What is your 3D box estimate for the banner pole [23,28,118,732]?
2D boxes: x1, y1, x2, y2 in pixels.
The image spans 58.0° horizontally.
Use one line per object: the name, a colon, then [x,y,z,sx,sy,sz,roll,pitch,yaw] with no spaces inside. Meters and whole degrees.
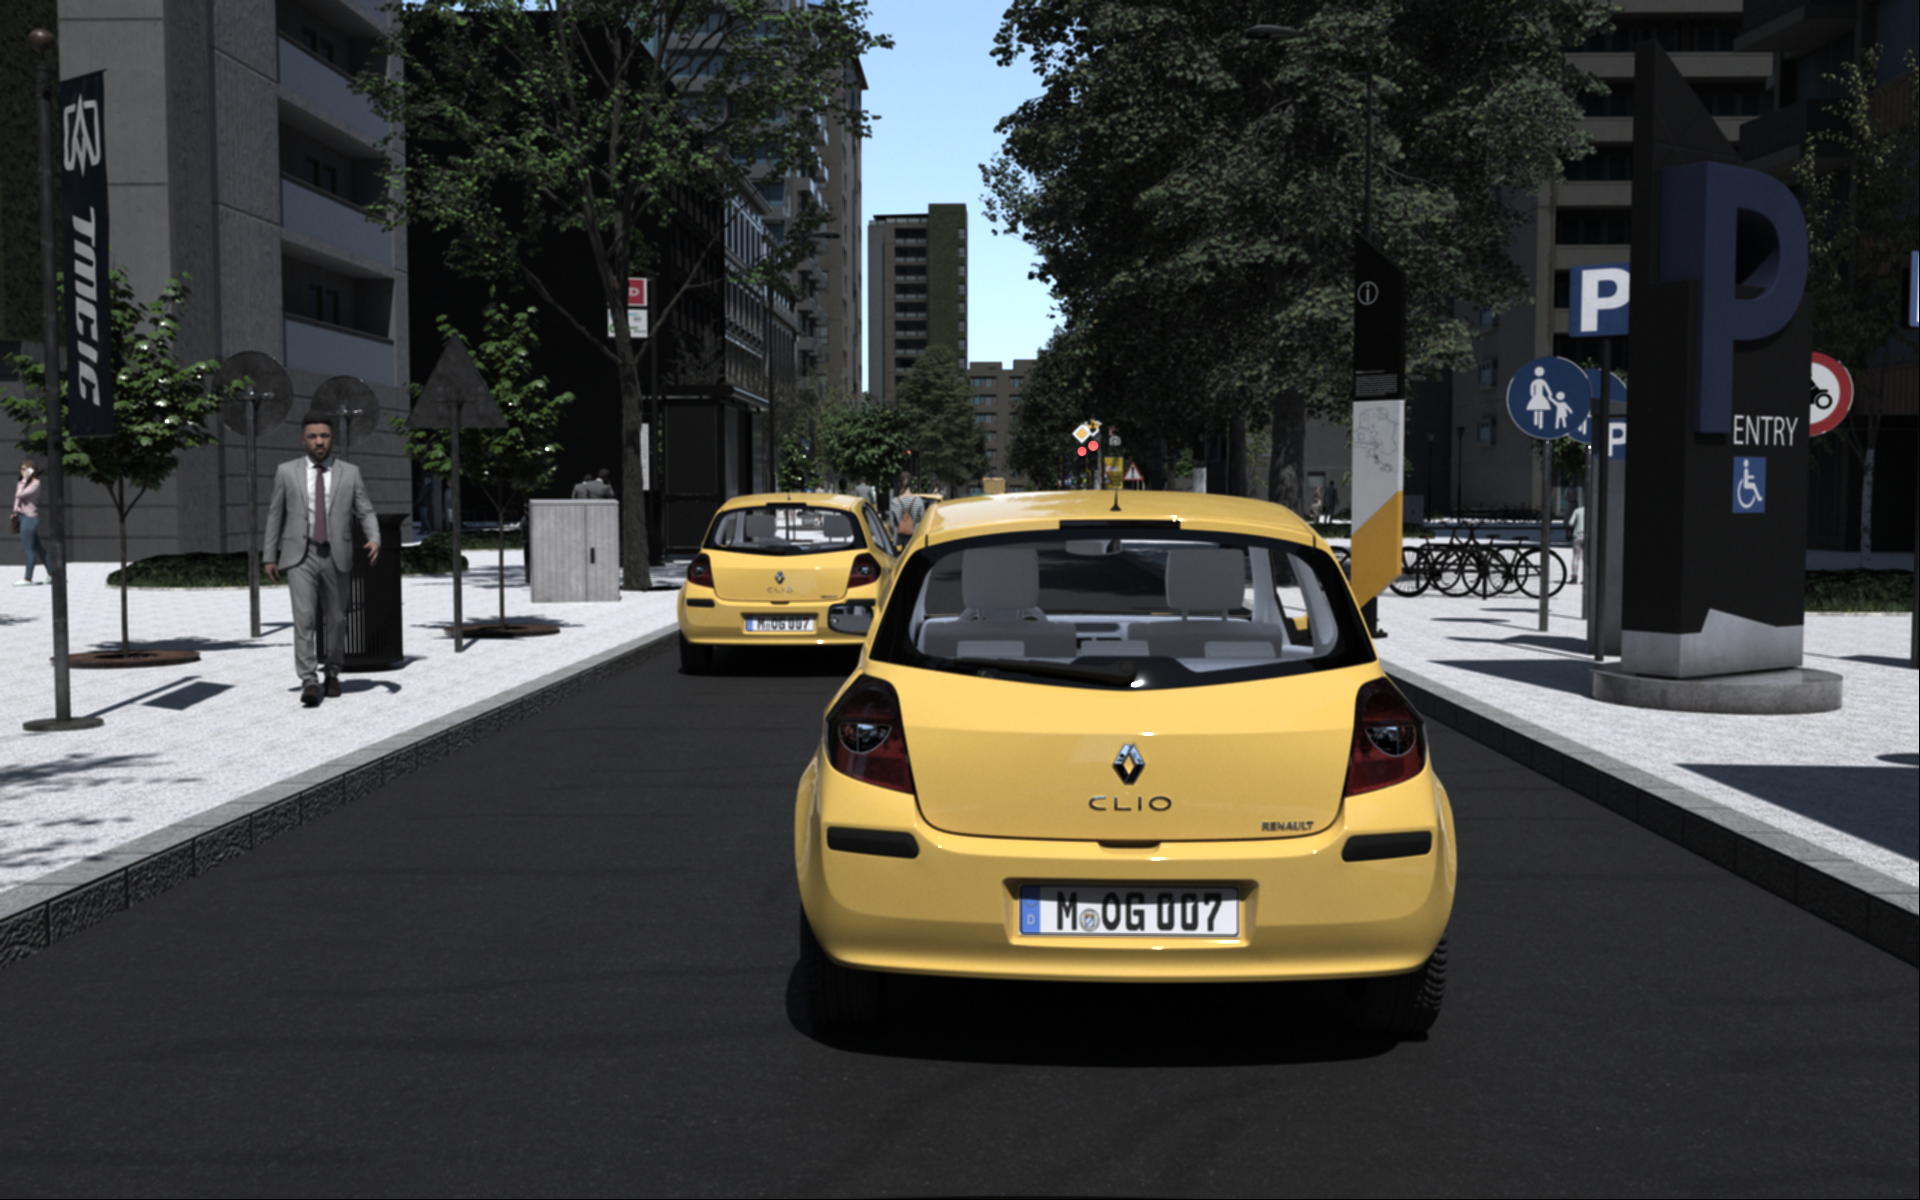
banner pole: [-4.754,-1.179,9.294,0.863,3.779,0.401,3,4,36]

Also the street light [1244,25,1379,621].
street light: [3.519,-2.739,17.329,1.470,5.913,1.316,0,4,1]

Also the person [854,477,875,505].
person: [-2.884,-2.826,52.346,0.635,1.810,0.391,0,4,-6]

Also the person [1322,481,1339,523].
person: [14.803,-3.858,69.240,0.709,1.813,0.853,2,4,25]

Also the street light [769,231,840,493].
street light: [-2.817,-3.560,30.750,1.470,5.913,1.316,0,4,1]

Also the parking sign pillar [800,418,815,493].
parking sign pillar: [-5.351,-4.442,61.092,1.447,3.967,1.447,0,4,-8]

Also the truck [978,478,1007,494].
truck: [3.991,-12.917,207.120,3.469,3.379,9.791,0,4,0]

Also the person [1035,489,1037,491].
person: [7.939,-10.767,182.112,0.705,1.821,1.348,0,4,8]

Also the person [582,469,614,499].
person: [-7.544,-1.830,36.140,0.592,1.802,0.473,2,4,24]

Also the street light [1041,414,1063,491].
street light: [5.373,-7.815,100.317,1.470,5.913,1.316,0,4,1]

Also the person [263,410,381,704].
person: [-3.947,-0.269,10.709,0.678,1.792,0.850,-1,4,-22]

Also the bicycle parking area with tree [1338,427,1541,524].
bicycle parking area with tree: [21.286,-5.487,76.714,9.016,4.147,8.231,1,4,15]

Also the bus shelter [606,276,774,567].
bus shelter: [-5.357,-3.484,34.602,2.179,5.291,8.768,0,4,1]

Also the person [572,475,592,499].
person: [-10.094,-2.459,46.423,0.592,1.802,0.473,1,4,9]

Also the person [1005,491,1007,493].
person: [4.430,-9.873,170.716,0.721,1.735,1.217,2,4,35]

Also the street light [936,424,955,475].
street light: [-1.015,-8.665,114.206,1.470,5.913,1.316,0,4,1]

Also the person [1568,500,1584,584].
person: [8.822,-0.872,24.581,0.425,1.301,0.394,-1,4,-13]

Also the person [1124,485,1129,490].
person: [8.718,-5.123,90.550,0.466,1.731,0.760,2,4,29]

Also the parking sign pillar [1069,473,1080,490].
parking sign pillar: [8.831,-9.367,141.617,1.447,3.967,1.447,-2,4,-25]

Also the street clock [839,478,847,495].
street clock: [-5.383,-4.595,79.698,0.358,2.002,0.471,-2,4,-24]

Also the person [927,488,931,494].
person: [-1.897,-6.099,105.945,0.721,1.800,0.419,1,4,12]

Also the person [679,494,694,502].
person: [-9.196,-3.125,57.892,0.760,1.731,0.466,2,4,31]

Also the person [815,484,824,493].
person: [-5.637,-3.844,69.245,0.624,1.780,0.694,-3,5,-42]

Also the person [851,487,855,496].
person: [-7.535,-7.153,123.090,0.616,1.811,0.778,0,4,-5]

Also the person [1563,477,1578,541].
person: [16.650,-2.471,47.019,0.480,1.755,0.524,-2,4,-27]

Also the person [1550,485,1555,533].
person: [19.228,-2.981,56.587,0.330,1.601,0.589,3,5,44]

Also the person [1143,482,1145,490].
person: [8.098,-4.397,77.903,0.580,1.828,0.573,-1,4,-20]

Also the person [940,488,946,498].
person: [-1.437,-8.286,141.620,0.635,1.810,0.391,0,4,5]

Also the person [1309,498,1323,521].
person: [13.143,-3.131,63.970,0.475,1.303,0.640,0,4,4]

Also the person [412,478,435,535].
person: [-16.884,-2.938,54.421,0.721,1.781,0.623,-1,4,-17]

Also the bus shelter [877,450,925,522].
bus shelter: [-2.955,-6.534,84.458,2.179,5.291,8.768,0,4,1]

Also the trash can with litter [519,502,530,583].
trash can with litter: [-5.831,-0.838,25.093,1.055,1.170,0.624,-1,4,-20]

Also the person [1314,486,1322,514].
person: [20.022,-5.516,96.786,0.362,1.759,0.519,-1,4,-23]

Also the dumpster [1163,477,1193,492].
dumpster: [7.817,-3.360,60.691,1.264,1.857,1.865,0,4,1]

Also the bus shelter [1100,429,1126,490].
bus shelter: [8.377,-7.457,99.559,2.179,5.291,8.768,0,4,1]

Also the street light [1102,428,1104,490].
street light: [4.518,-5.421,61.172,1.470,5.913,1.316,0,4,1]

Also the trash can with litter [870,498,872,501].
trash can with litter: [-3.629,-2.909,58.626,2.233,1.210,1.678,-2,4,-32]

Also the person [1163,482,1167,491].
person: [8.841,-4.110,73.577,0.599,1.781,0.374,-1,4,-17]

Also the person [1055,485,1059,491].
person: [5.488,-5.601,97.859,0.529,1.795,0.600,0,4,7]

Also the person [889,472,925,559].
person: [-0.661,-0.719,21.256,0.512,1.701,0.522,0,4,-4]

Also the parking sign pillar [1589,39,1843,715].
parking sign pillar: [4.683,-1.357,10.658,1.447,3.967,1.447,-2,4,-34]

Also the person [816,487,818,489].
person: [-7.577,-5.194,91.720,0.760,1.731,0.466,-3,4,-36]

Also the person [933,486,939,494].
person: [-0.911,-3.868,72.330,0.643,1.750,0.593,0,4,6]

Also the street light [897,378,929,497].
street light: [-1.937,-5.920,69.326,1.470,5.913,1.316,0,4,1]

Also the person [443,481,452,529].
person: [-16.766,-3.100,57.076,0.624,1.780,0.694,-2,4,-33]

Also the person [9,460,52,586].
person: [-13.008,-1.083,24.337,0.643,1.750,0.593,-3,4,-38]
